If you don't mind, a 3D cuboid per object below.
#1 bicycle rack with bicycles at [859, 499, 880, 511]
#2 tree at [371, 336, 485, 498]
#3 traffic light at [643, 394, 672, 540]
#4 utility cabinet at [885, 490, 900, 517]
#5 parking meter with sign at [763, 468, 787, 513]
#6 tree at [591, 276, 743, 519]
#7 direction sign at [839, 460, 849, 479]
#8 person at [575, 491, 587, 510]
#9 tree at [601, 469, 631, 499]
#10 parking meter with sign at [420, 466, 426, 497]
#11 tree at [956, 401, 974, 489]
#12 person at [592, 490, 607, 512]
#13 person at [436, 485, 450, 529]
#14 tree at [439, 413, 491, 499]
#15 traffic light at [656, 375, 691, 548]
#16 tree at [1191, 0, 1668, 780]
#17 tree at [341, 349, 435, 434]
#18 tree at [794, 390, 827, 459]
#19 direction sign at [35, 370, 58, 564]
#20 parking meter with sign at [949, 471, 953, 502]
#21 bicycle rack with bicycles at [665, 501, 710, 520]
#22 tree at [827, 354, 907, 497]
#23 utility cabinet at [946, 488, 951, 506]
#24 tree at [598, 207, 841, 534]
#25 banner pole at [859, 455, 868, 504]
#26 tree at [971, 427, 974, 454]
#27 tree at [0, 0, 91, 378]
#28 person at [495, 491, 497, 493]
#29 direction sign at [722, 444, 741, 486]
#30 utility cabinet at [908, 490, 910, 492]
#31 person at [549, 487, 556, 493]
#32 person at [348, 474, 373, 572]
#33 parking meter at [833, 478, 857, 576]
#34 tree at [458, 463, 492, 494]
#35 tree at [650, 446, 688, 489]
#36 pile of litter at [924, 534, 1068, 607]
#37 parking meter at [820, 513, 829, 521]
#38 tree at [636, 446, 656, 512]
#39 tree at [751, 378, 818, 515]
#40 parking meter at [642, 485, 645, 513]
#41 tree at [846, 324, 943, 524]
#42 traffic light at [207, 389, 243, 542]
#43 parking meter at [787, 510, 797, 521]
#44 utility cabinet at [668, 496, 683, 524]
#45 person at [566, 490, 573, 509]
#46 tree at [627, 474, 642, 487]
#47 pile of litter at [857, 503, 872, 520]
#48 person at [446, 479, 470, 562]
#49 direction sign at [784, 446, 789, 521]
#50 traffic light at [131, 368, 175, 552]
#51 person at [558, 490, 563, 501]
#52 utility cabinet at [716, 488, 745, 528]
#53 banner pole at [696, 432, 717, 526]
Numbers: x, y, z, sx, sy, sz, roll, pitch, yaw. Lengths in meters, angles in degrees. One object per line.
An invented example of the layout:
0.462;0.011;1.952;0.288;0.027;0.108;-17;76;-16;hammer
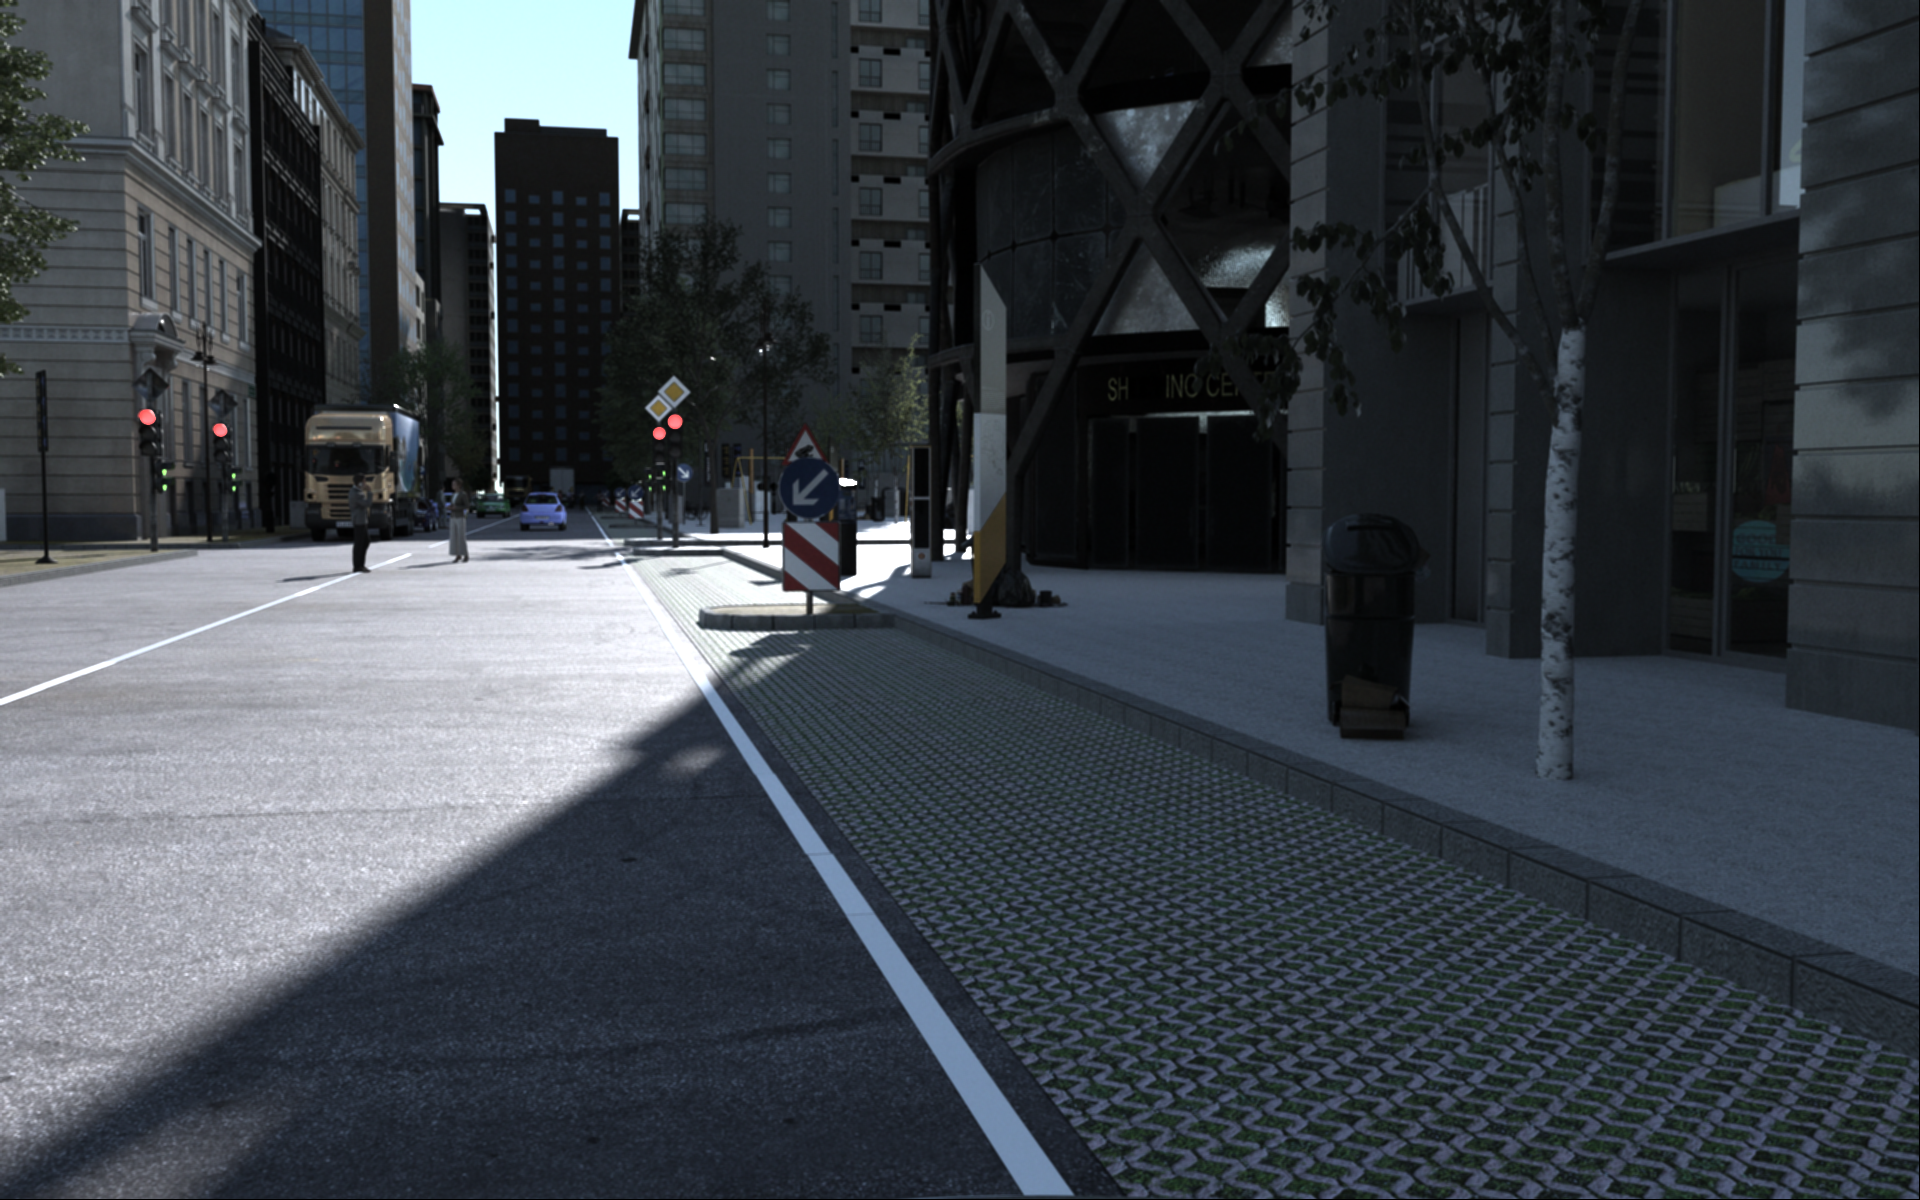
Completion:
-6.109;-6.839;125.195;2.852;0.926;2.925;-1;4;-20;bicycle rack with bicycles
-35.099;-11.496;113.718;9.928;11.665;9.643;0;3;0;tree
-8.497;-3.663;48.818;0.839;4.253;0.868;-1;4;-12;traffic light
-3.728;-5.276;94.948;0.318;1.500;1.173;-2;4;-31;utility cabinet
-12.252;-7.289;115.431;1.738;3.016;0.543;-1;4;-13;parking meter with sign
-14.613;-10.467;89.265;7.486;12.596;7.792;0;3;0;tree
-7.843;-7.644;116.980;0.876;3.537;0.379;3;4;38;direction sign
-33.661;-8.853;153.969;1.217;1.736;0.721;2;4;25;person
-39.317;-13.114;198.131;4.285;4.588;4.351;0;3;0;tree
-33.610;-6.824;107.838;0.543;3.016;1.738;-1;4;-13;parking meter with sign
0.882;-8.114;83.023;4.360;8.622;3.978;0;3;0;tree
-28.500;-7.807;136.861;1.217;1.736;0.721;0;4;7;person
-21.457;-3.860;71.707;0.635;1.810;0.391;3;5;44;person
-46.875;-13.123;164.925;4.737;8.622;4.395;0;3;0;tree
-6.773;-3.187;41.020;0.839;4.253;0.868;-1;4;-12;traffic light
2.631;-3.513;7.808;4.360;8.622;3.978;0;3;0;tree
-29.117;-8.413;87.908;4.360;8.622;3.978;0;3;0;tree
-9.348;-10.378;120.049;4.737;8.622;4.395;0;3;0;tree
-16.934;-2.447;32.006;0.379;3.537;0.876;-3;4;-37;direction sign
-0.178;-6.119;96.303;0.543;3.016;1.738;1;4;12;parking meter with sign
-13.509;-4.474;86.526;2.925;0.926;2.852;1;4;21;bicycle rack with bicycles
-4.531;-8.630;91.466;4.737;8.622;4.395;0;3;0;tree
-0.947;-3.602;67.578;1.173;1.500;0.318;0;4;4;utility cabinet
-7.832;-7.420;55.737;8.767;10.594;7.601;0;4;6;tree
-6.099;-7.370;110.510;0.863;3.779;0.401;1;4;18;banner pole
2.374;-9.792;110.458;4.737;8.622;4.395;0;3;0;tree
-15.627;-6.429;23.240;7.486;12.596;7.792;0;3;0;tree
-42.225;-9.060;157.341;0.721;1.736;1.217;-2;4;-35;person
-10.280;-5.258;77.973;0.876;3.537;0.379;0;4;-1;direction sign
-2.927;-5.887;104.936;0.318;1.500;1.173;2;4;28;utility cabinet
-26.390;-6.374;112.082;0.474;1.900;0.648;3;4;38;person
-10.970;-1.410;31.736;0.473;1.802;0.592;-1;4;-12;person
-1.811;-1.156;27.305;0.372;1.533;0.369;0;3;0;parking meter
-54.383;-12.936;195.210;4.285;4.588;4.351;0;3;0;tree
-20.412;-10.286;118.546;4.737;8.622;4.395;0;3;0;tree
0.411;-0.376;20.109;1.719;0.858;1.176;3;5;43;pile of litter
-6.006;-4.371;77.177;0.399;1.863;0.255;-3;5;-43;parking meter
-22.199;-10.651;124.514;4.360;8.622;3.978;0;3;0;tree
-10.476;-9.362;103.436;4.360;8.622;3.978;0;3;0;tree
-20.860;-6.666;114.696;0.399;1.863;0.255;-3;5;-44;parking meter
-2.784;-7.589;74.447;4.360;8.622;3.978;0;3;0;tree
-19.685;-3.512;46.337;0.839;4.253;0.868;-1;4;-12;traffic light
-6.165;-3.376;63.608;0.372;1.533;0.369;0;3;0;parking meter
-12.397;-3.935;75.501;0.306;1.237;1.020;-2;4;-31;utility cabinet
-38.152;-9.853;169.471;0.709;1.838;0.599;1;4;15;person
-26.750;-9.110;143.553;1.663;3.219;1.824;0;3;0;tree
-4.679;-4.414;86.126;1.176;0.858;1.719;-1;4;-15;pile of litter
-10.602;-1.678;36.477;0.519;1.759;0.362;2;4;32;person
-8.112;-5.472;81.458;0.379;3.537;0.876;0;4;5;direction sign
-17.961;-3.035;38.540;0.839;4.253;0.868;-1;4;-12;traffic light
-29.139;-7.126;125.734;0.721;1.743;1.217;1;4;11;person
-8.643;-3.452;65.113;1.173;1.500;0.318;3;4;36;utility cabinet
-10.286;-4.900;70.136;0.863;3.779;0.401;0;4;-3;banner pole
